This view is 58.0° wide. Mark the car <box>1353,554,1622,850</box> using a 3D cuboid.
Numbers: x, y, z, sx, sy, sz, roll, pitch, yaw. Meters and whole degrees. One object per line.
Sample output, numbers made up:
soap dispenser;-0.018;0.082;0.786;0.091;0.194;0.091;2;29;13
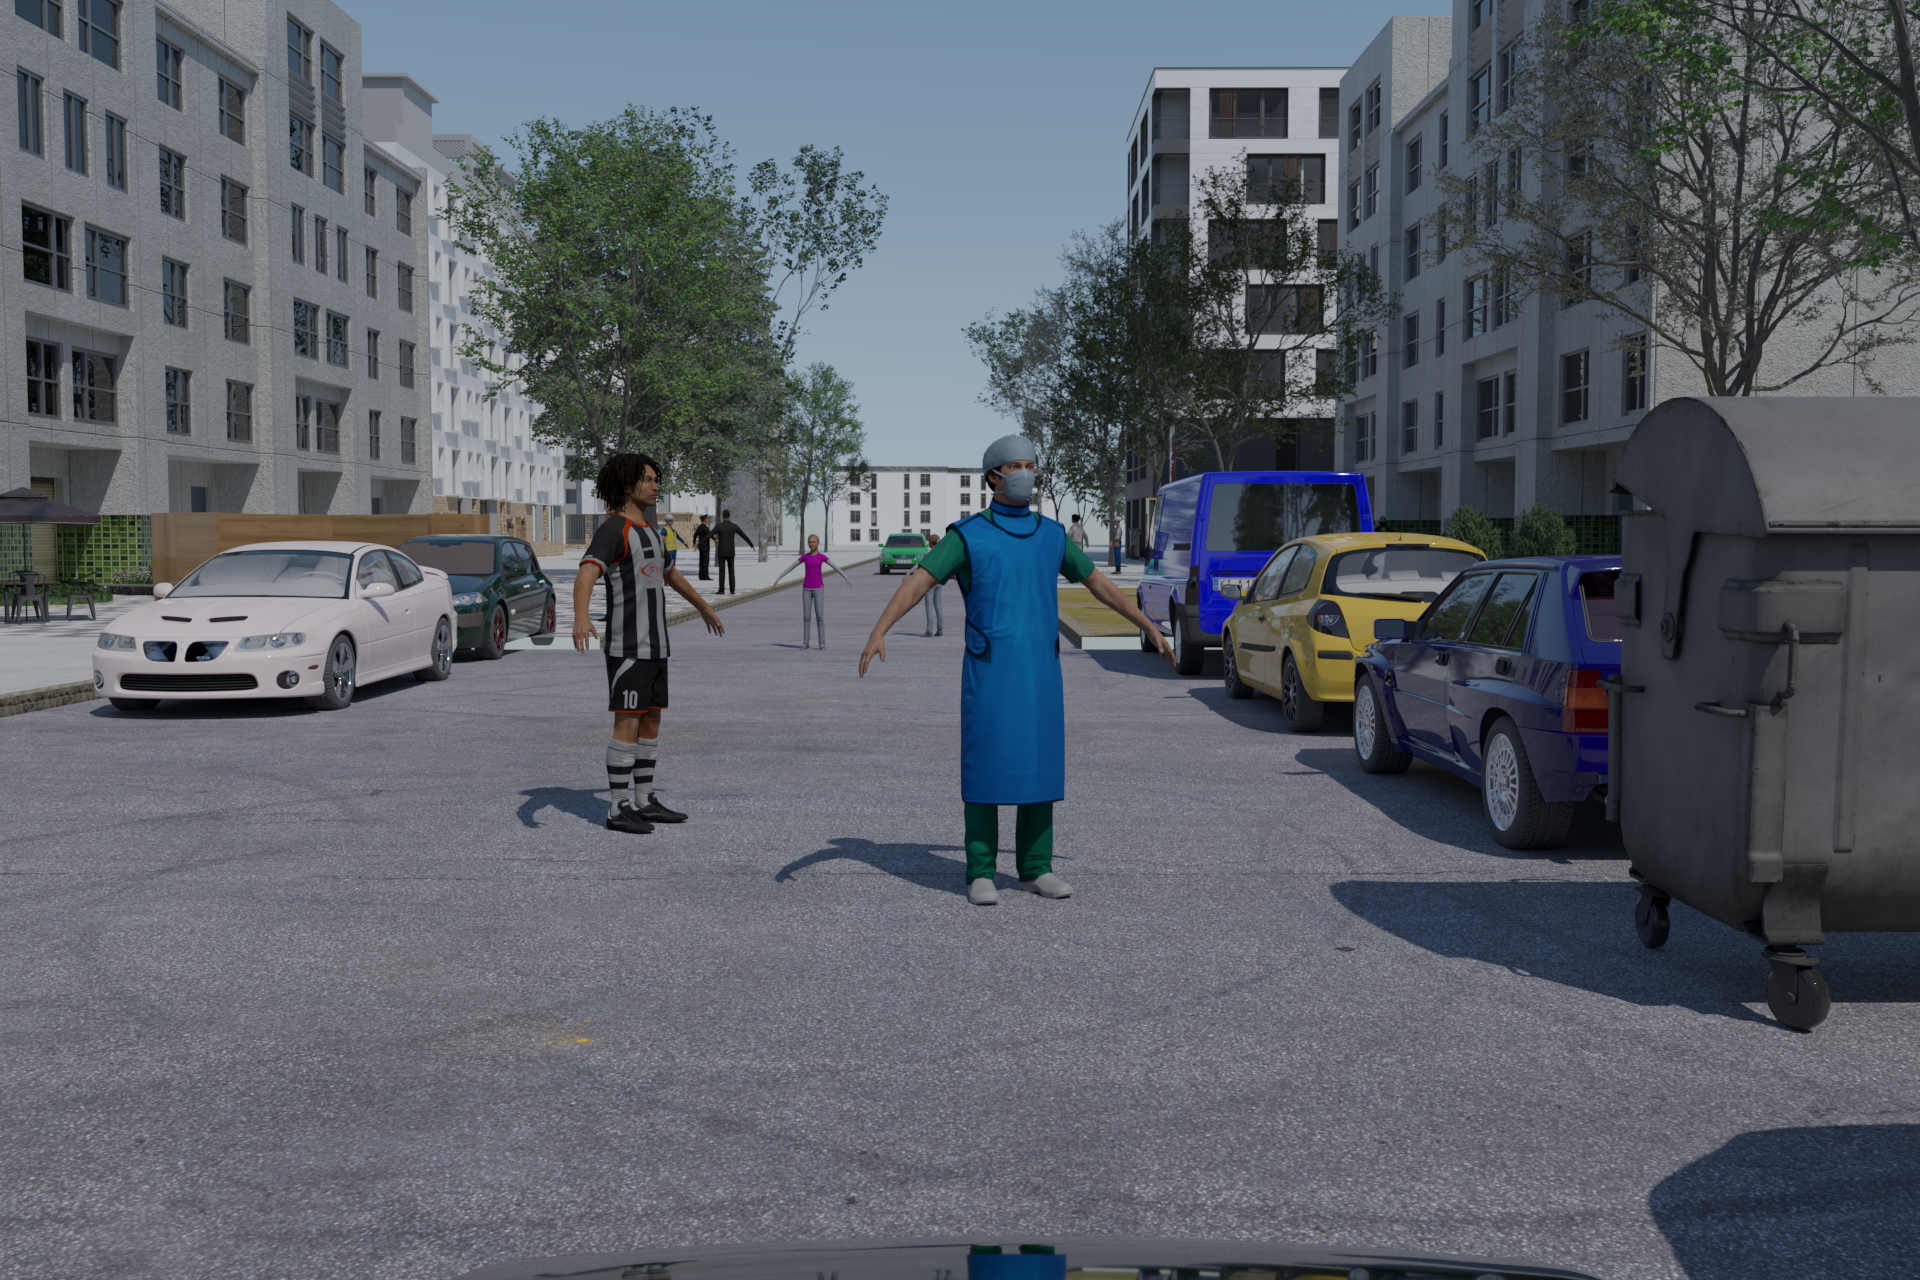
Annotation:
car;3.297;0.206;9.217;1.945;1.354;3.894;0;4;-1

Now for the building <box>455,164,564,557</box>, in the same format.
building;-28.516;-14.290;90.067;16.016;20.090;11.380;0;4;-1

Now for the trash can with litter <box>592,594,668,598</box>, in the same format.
trash can with litter;-6.679;-1.492;35.446;1.678;1.210;2.233;0;4;1

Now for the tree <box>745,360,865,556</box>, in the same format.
tree;-9.241;-10.827;102.781;9.928;11.665;9.643;0;3;0

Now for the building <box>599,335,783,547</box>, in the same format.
building;-28.835;-21.393;180.709;19.493;23.208;18.063;0;4;0

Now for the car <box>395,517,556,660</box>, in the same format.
car;-6.107;-0.683;20.951;2.009;1.686;4.222;0;4;0

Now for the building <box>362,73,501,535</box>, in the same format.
building;-27.733;-13.217;72.518;16.016;20.090;11.380;0;4;1

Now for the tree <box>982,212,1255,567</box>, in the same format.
tree;5.882;-9.595;67.241;12.009;13.543;11.850;0;3;0

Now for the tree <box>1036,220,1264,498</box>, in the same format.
tree;5.784;-7.221;52.474;7.601;10.594;8.767;-1;4;-21

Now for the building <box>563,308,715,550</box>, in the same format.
building;-27.396;-17.664;145.227;16.016;20.090;11.380;0;4;0

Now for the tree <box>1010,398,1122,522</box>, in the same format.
tree;6.550;-10.952;113.482;8.767;10.594;7.601;1;4;11

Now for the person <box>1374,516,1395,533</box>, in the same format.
person;13.200;-2.958;54.140;1.354;1.856;0.705;0;4;6

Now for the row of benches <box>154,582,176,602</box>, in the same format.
row of benches;-9.023;-0.443;22.707;4.104;0.672;1.422;2;4;32

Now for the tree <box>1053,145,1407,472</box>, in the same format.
tree;6.422;-6.619;42.633;8.767;10.594;7.601;0;4;7

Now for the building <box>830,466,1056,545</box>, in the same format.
building;-2.090;-16.567;215.469;28.070;9.664;9.099;0;4;-7

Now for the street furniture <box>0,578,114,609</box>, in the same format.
street furniture;-20.547;-0.879;29.991;10.072;0.657;5.734;0;4;2

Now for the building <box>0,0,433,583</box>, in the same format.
building;-29.136;-11.363;52.242;16.747;18.905;31.486;0;4;0

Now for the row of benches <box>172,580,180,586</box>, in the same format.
row of benches;-9.842;-0.661;26.264;1.422;0.672;4.104;3;4;38

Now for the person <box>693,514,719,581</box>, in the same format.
person;-7.034;-2.561;47.812;0.705;1.837;1.347;-3;5;-42

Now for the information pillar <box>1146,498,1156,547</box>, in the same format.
information pillar;3.957;-1.889;35.385;0.304;2.012;0.304;0;4;0

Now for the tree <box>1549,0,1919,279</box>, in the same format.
tree;9.008;-5.466;15.120;9.928;11.665;9.643;0;3;0

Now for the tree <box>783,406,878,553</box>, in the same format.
tree;-8.966;-11.312;119.356;7.601;10.594;8.767;-3;4;-36

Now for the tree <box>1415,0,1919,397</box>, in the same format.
tree;13.067;-7.271;29.246;12.009;13.543;11.850;0;3;0

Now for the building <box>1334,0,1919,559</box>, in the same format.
building;23.098;-11.362;52.226;16.747;18.905;31.486;0;4;0

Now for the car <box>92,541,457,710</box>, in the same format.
car;-5.956;-0.198;15.595;2.083;1.381;4.827;0;3;0

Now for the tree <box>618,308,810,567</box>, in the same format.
tree;-9.486;-8.082;66.550;8.767;10.594;7.601;1;4;11

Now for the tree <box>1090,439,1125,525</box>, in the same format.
tree;21.241;-19.048;218.095;9.857;13.997;8.962;0;3;0

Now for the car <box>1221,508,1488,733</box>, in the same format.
car;3.196;-0.227;13.933;2.015;1.641;3.980;0;4;-1

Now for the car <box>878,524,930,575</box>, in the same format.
car;-1.939;-3.272;62.286;1.959;1.807;4.718;0;4;0

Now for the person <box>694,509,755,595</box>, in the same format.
person;-4.961;-1.865;36.712;1.346;1.802;0.704;-2;4;-25

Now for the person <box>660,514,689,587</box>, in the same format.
person;-7.026;-2.193;42.320;0.721;1.772;1.216;2;4;27

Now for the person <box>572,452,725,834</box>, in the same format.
person;-1.552;0.011;8.427;0.704;1.843;1.345;1;4;19

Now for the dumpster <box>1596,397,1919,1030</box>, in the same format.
dumpster;3.112;0.168;5.468;1.865;1.857;1.264;0;4;0

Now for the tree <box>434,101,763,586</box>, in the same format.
tree;-8.734;-7.171;42.995;9.928;11.665;9.643;0;3;0

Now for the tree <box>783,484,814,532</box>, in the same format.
tree;-19.965;-16.443;219.203;4.360;8.622;3.978;0;3;0

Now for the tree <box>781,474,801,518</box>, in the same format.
tree;-22.526;-17.003;212.413;7.601;10.594;8.767;0;4;-7

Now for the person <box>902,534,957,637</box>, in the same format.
person;-0.408;-0.760;24.156;0.991;1.433;0.599;-3;5;-42

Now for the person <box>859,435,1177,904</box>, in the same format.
person;0.214;0.109;6.797;1.347;1.817;0.704;-1;4;-23

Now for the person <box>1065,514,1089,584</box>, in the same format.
person;2.978;-2.377;45.051;0.705;1.806;1.347;3;5;41

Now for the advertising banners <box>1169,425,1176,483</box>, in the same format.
advertising banners;3.400;-1.995;28.806;0.090;3.025;2.074;0;4;-1

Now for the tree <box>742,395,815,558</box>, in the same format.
tree;-9.643;-8.601;90.986;4.360;8.622;3.978;0;3;0

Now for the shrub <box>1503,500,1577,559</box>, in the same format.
shrub;12.789;-2.062;38.140;1.690;2.028;1.600;0;3;0

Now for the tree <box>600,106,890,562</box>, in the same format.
tree;-10.348;-13.616;78.518;12.611;20.169;13.585;0;3;0

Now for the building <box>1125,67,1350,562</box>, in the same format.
building;22.581;-15.193;92.379;27.936;21.610;32.646;0;4;0

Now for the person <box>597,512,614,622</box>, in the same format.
person;-5.064;-1.163;25.200;0.705;1.806;1.347;-3;5;-40

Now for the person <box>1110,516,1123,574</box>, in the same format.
person;5.003;-3.026;55.326;0.705;1.847;1.347;1;4;14

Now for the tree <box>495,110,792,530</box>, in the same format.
tree;-9.454;-8.942;52.862;9.857;13.997;8.962;0;3;0

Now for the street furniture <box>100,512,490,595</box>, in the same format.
street furniture;-14.063;-1.990;39.391;11.010;1.723;9.812;2;4;25

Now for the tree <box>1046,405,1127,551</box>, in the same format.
tree;6.233;-8.385;87.464;4.737;8.622;4.395;0;3;0

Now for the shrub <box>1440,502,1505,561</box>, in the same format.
shrub;11.810;-2.199;40.371;1.690;2.028;1.600;0;3;0

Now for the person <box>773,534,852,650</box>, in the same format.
person;-1.825;-0.594;21.442;0.991;1.433;0.599;0;4;5

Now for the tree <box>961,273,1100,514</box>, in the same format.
tree;6.525;-16.554;126.550;12.611;20.169;13.585;0;3;0

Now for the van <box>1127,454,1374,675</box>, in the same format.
van;3.135;-0.909;19.251;2.240;2.365;5.245;0;3;0
